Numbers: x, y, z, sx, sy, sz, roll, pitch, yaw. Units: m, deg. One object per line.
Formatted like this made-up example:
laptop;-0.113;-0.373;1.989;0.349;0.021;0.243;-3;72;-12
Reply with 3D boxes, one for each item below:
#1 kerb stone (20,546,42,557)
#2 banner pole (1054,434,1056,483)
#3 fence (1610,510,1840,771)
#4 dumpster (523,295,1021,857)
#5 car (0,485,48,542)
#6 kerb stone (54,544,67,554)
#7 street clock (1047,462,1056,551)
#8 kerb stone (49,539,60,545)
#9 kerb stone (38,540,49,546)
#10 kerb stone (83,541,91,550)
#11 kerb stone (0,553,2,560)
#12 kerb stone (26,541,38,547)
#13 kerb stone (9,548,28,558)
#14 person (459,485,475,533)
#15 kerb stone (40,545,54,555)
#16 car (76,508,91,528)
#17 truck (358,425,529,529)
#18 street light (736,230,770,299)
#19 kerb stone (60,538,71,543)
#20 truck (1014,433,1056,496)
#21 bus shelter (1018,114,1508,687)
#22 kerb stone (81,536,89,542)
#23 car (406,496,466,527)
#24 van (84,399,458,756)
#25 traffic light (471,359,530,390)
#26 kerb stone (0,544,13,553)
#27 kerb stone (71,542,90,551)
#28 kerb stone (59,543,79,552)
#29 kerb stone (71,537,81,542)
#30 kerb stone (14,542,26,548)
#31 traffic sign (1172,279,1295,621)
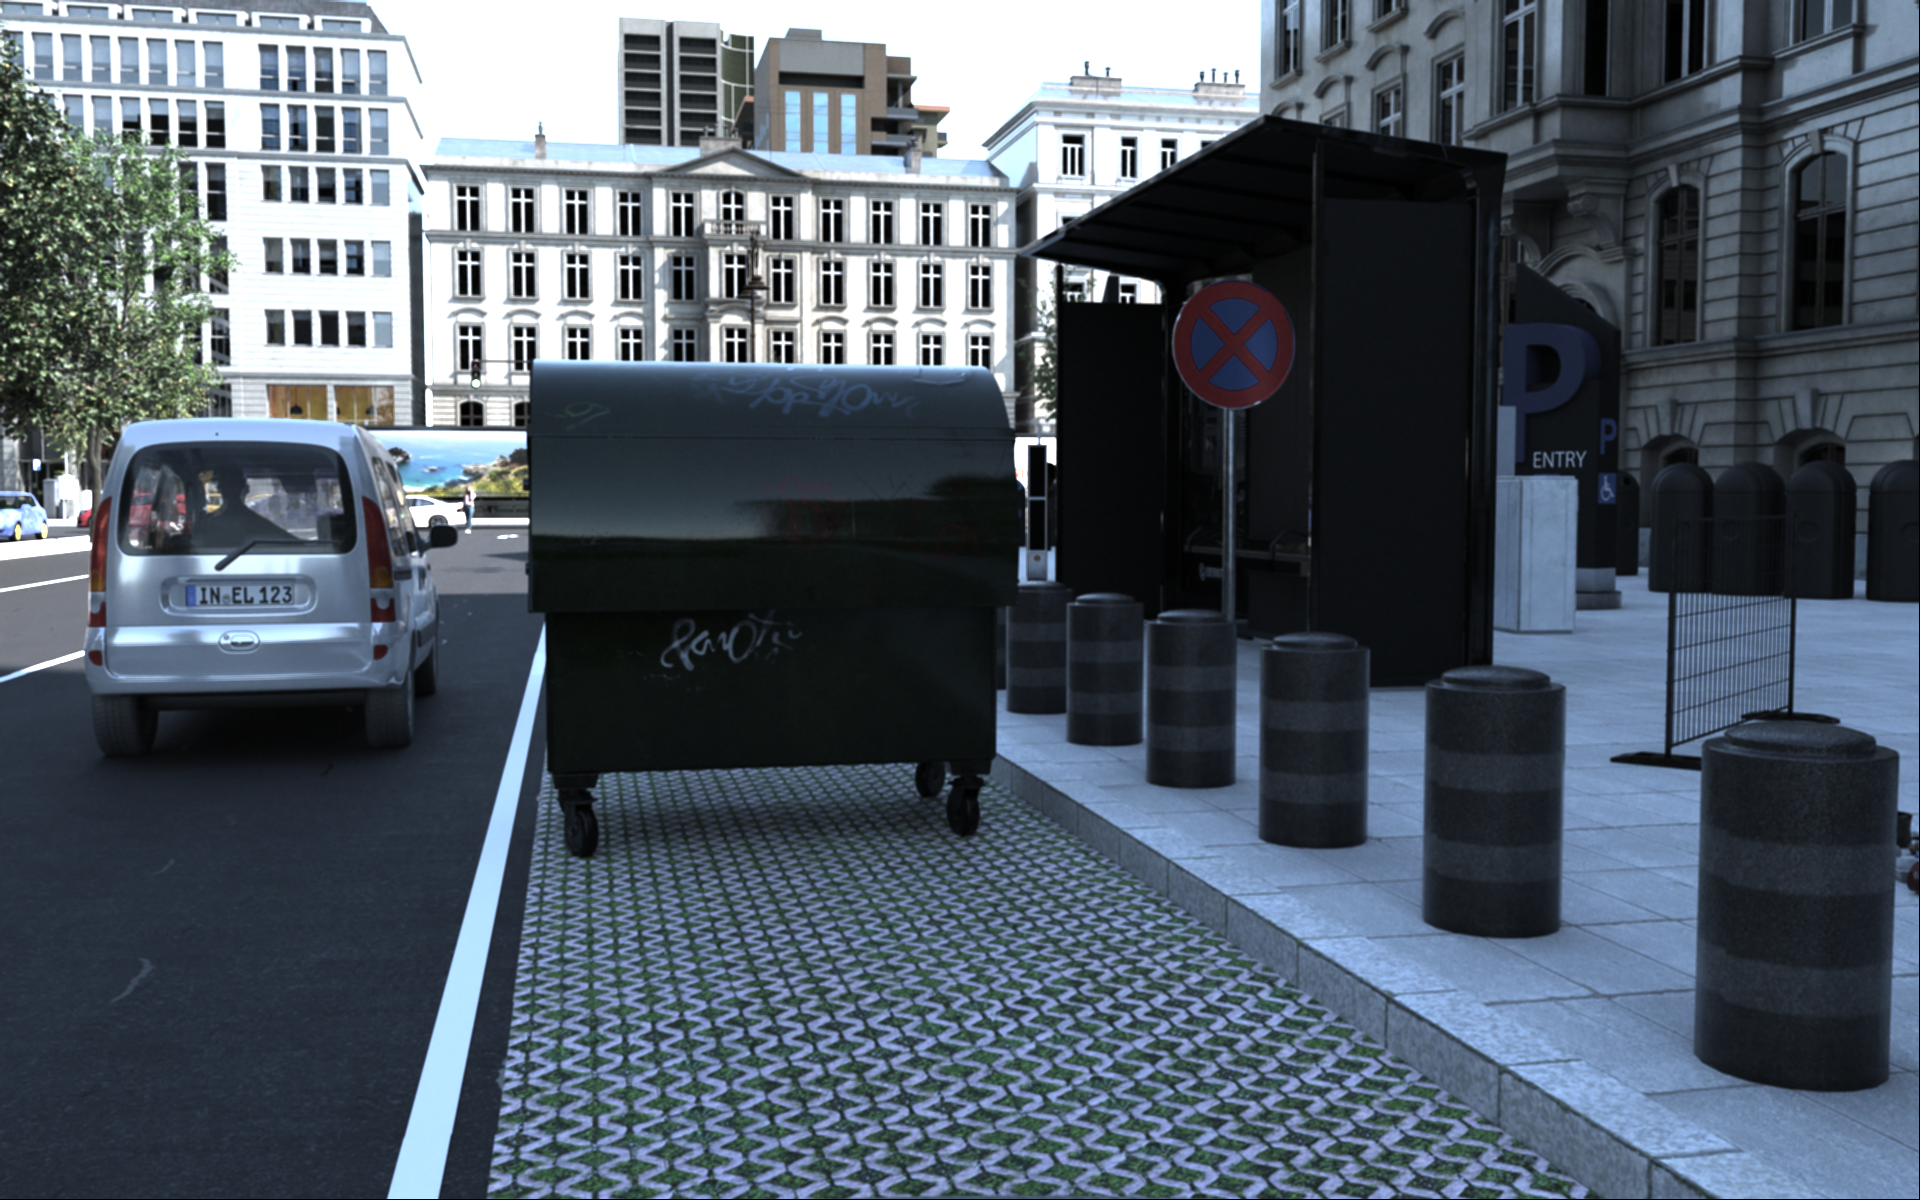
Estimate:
kerb stone;-21.461;-1.086;39.948;0.120;0.150;1.000;-1;4;-12
banner pole;3.909;-4.517;63.873;0.863;3.779;0.401;0;4;-2
fence;4.025;0.137;8.965;0.480;1.192;2.264;3;5;40
dumpster;-0.841;-0.150;7.408;1.985;2.255;1.502;-1;4;-12
car;-29.113;-2.628;52.560;1.945;1.707;3.694;-1;4;-11
kerb stone;-21.897;-1.205;41.953;0.120;0.150;1.000;-1;4;-12
street clock;1.957;-2.118;39.205;0.471;2.002;0.358;-1;4;-11
kerb stone;-25.504;-1.612;48.545;0.120;0.150;1.000;-1;4;-12
kerb stone;-25.287;-1.548;47.540;0.120;0.150;1.000;-1;4;-12
kerb stone;-22.559;-1.391;44.970;0.120;0.150;1.000;-1;4;-12
kerb stone;-21.028;-0.963;37.944;0.120;0.150;1.000;-1;4;-12
kerb stone;-25.058;-1.489;46.541;0.120;0.150;1.000;-1;4;-12
kerb stone;-21.249;-1.024;38.945;0.120;0.150;1.000;-1;4;-12
person;-18.164;-3.357;63.979;0.593;1.750;0.643;0;4;7
kerb stone;-21.685;-1.147;40.949;0.120;0.150;1.000;-1;4;-12
car;-30.755;-3.427;65.070;4.494;1.783;2.155;-1;4;-11
truck;-20.283;-5.110;72.459;11.283;4.237;2.839;-1;4;-12
street light;-3.645;-3.533;30.560;0.468;5.910;1.993;-1;4;-12
kerb stone;-25.719;-1.671;49.550;0.120;0.150;1.000;-1;4;-12
truck;0.695;-5.602;80.505;11.283;4.237;2.839;-1;4;-14
bus shelter;2.066;-1.388;13.980;1.731;3.624;6.357;-1;4;-12
kerb stone;-26.165;-1.793;51.554;0.120;0.150;1.000;-1;4;-12
car;-21.704;-3.387;67.745;4.827;1.381;2.083;-1;4;-11
van;-4.255;-0.244;10.994;2.013;2.044;4.112;-1;4;-14
traffic light;-14.157;-5.163;59.089;4.771;5.953;1.251;-1;4;-12
kerb stone;-24.620;-1.367;44.538;0.120;0.150;1.000;-1;4;-12
kerb stone;-22.357;-1.331;43.957;0.120;0.150;1.000;-1;4;-12
kerb stone;-22.124;-1.268;42.954;0.120;0.150;1.000;-1;4;-12
kerb stone;-25.937;-1.730;50.552;0.120;0.150;1.000;-1;4;-12
kerb stone;-24.840;-1.428;45.539;0.120;0.150;1.000;-1;4;-12
traffic sign;1.619;-0.629;10.383;0.768;2.556;0.104;-1;4;-11
